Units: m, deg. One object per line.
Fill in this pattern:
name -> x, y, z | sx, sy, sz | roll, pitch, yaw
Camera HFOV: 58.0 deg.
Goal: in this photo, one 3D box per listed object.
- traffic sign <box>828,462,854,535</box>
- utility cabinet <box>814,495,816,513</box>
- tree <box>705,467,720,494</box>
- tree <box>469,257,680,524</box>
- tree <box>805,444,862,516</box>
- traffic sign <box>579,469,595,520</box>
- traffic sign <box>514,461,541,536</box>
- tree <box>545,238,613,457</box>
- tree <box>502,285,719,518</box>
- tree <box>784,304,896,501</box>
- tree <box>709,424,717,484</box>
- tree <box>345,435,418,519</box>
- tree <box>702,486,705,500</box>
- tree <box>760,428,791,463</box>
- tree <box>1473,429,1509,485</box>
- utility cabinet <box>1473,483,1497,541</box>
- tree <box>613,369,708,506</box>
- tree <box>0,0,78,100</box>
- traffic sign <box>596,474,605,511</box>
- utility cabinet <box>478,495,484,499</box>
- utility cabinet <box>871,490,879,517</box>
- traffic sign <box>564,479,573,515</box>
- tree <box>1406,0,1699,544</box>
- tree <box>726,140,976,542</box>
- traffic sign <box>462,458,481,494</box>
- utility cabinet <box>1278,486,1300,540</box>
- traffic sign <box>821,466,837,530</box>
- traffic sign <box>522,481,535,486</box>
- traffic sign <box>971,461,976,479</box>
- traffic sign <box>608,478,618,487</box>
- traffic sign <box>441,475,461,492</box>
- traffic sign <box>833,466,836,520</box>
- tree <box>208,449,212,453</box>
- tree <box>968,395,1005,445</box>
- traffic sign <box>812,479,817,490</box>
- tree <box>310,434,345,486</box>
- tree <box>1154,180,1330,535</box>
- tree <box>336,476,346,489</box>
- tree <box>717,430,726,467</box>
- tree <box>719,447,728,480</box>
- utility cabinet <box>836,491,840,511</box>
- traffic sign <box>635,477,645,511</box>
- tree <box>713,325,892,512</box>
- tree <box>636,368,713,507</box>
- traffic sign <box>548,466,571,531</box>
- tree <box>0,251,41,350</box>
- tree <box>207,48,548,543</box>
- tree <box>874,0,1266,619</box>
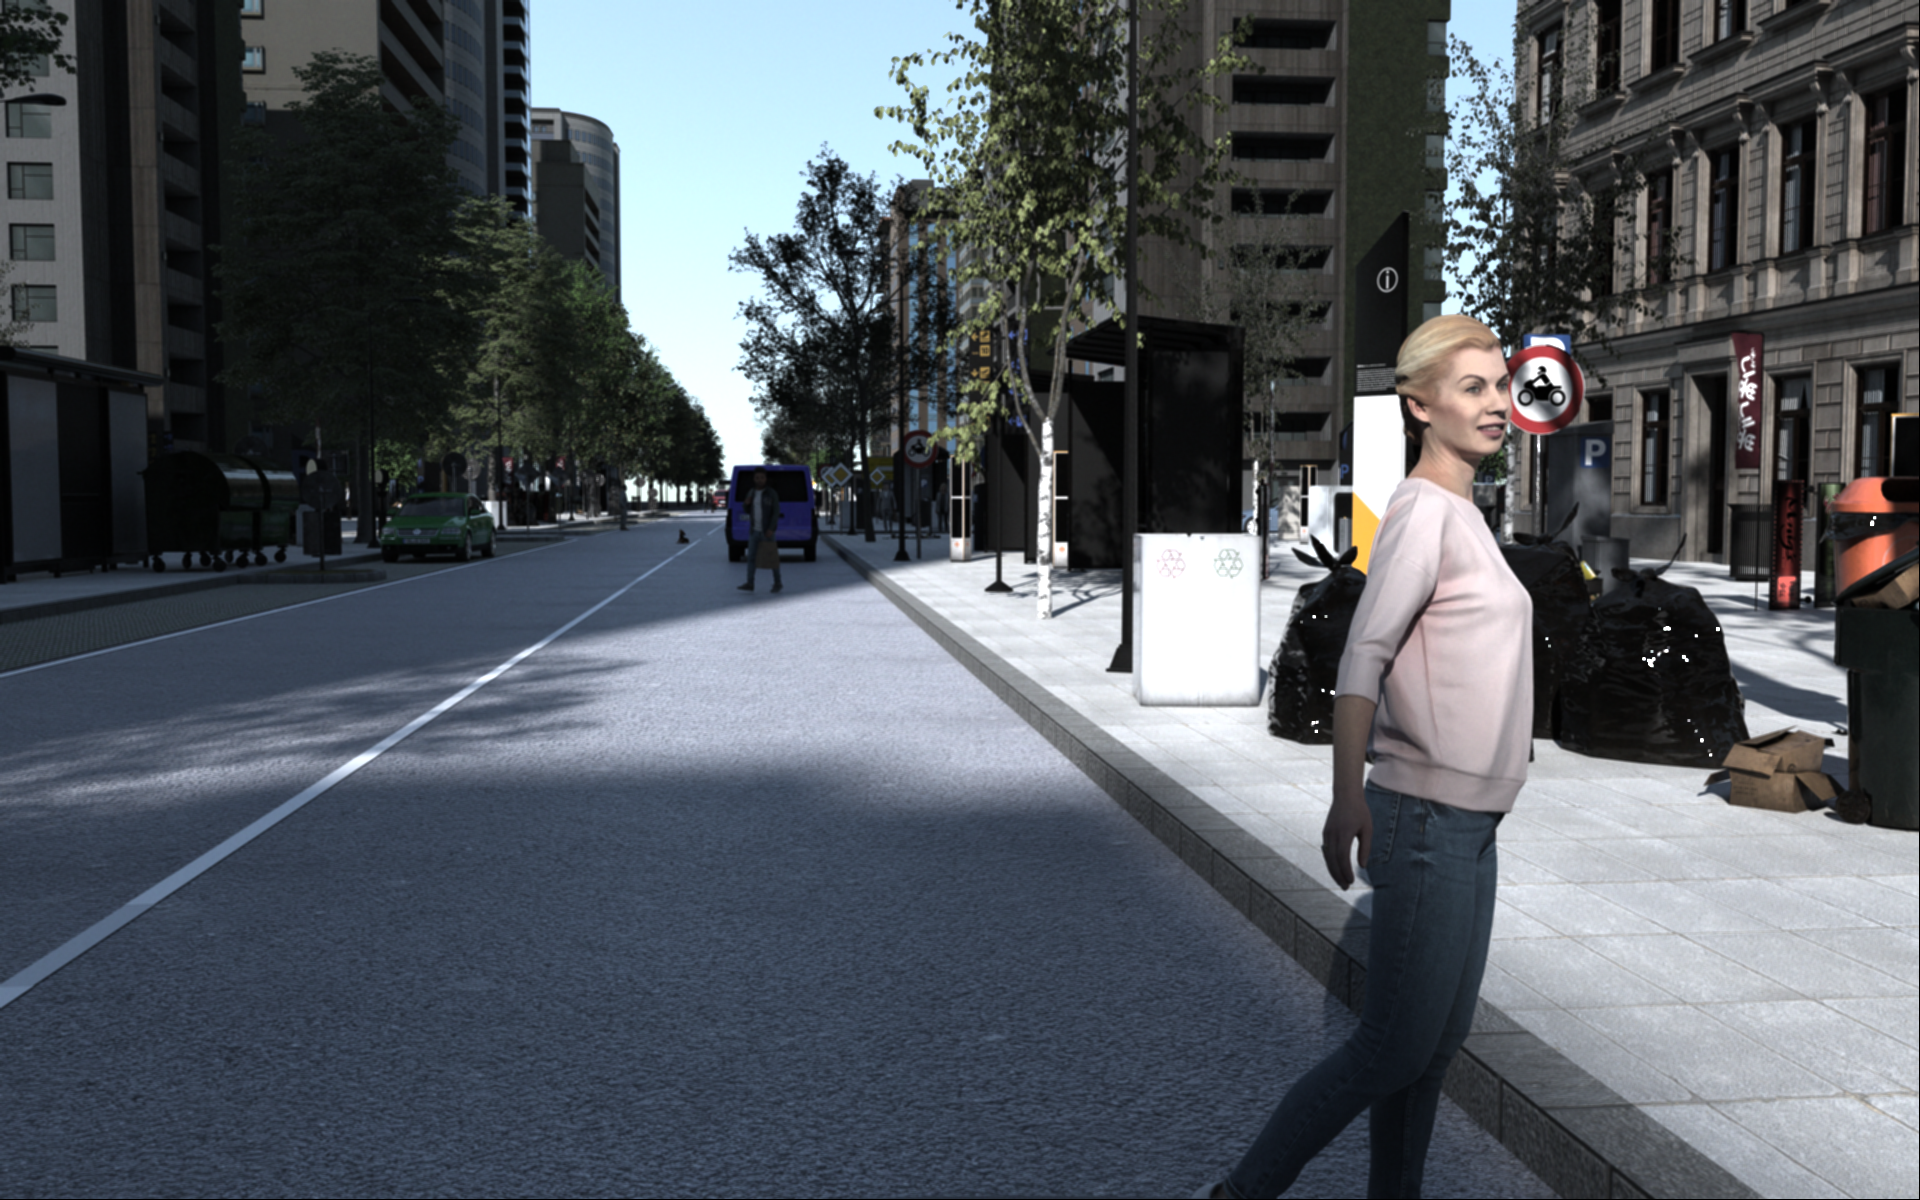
traffic sign -> -3.708, -3.074, 53.903 | 0.795, 2.450, 0.064 | 0, 4, -6
utility cabinet -> -9.788, -6.222, 112.895 | 0.306, 1.237, 1.020 | 2, 4, 29
tree -> -39.536, -19.625, 271.227 | 4.737, 8.622, 4.395 | 0, 3, 0
tree -> -17.707, -9.154, 75.419 | 9.928, 11.665, 9.643 | 0, 3, 0
tree -> -7.596, -7.353, 103.938 | 4.285, 4.588, 4.351 | 0, 3, 0
traffic sign -> -18.629, -5.287, 86.542 | 0.768, 2.556, 0.104 | 0, 4, -5
traffic sign -> -13.197, -3.012, 52.886 | 0.795, 2.450, 0.064 | 0, 4, -6
tree -> -17.526, -9.053, 66.138 | 7.486, 12.596, 7.792 | 0, 3, 0
tree -> -20.045, -10.823, 93.959 | 9.611, 12.733, 9.660 | 0, 3, 0
tree -> -4.599, -7.075, 66.047 | 4.360, 8.622, 3.978 | 0, 3, 0
tree -> -31.865, -16.824, 193.192 | 7.486, 12.596, 7.792 | 0, 3, 0
tree -> -29.292, -6.476, 89.598 | 4.285, 4.588, 4.351 | 0, 3, 0
tree -> -38.138, -18.827, 258.188 | 4.360, 8.622, 3.978 | 0, 3, 0
tree -> -23.506, -19.141, 238.702 | 9.928, 11.665, 9.643 | 0, 3, 0
tree -> 22.635, -5.604, 75.336 | 4.285, 4.588, 4.351 | 0, 3, 0
utility cabinet -> 10.156, -1.602, 34.869 | 1.173, 1.500, 0.318 | 2, 4, 31
tree -> -26.155, -14.120, 148.987 | 7.486, 12.596, 7.792 | 0, 3, 0
tree -> -11.006, -5.367, 13.511 | 9.928, 11.665, 9.643 | 0, 3, 0
traffic sign -> -22.793, -6.683, 109.372 | 0.768, 2.556, 0.104 | 0, 4, -4
utility cabinet -> -32.591, -6.527, 117.874 | 0.306, 1.237, 1.020 | -1, 4, -9
utility cabinet -> -5.057, -5.285, 95.081 | 1.173, 1.500, 0.318 | 0, 4, 3
traffic sign -> -24.515, -6.587, 107.697 | 0.884, 2.594, 0.081 | 0, 4, -2
tree -> 8.508, -4.626, 25.996 | 4.360, 8.622, 3.978 | 0, 3, 0
tree -> -2.751, -6.846, 46.337 | 7.601, 10.594, 8.767 | 0, 4, 3
traffic sign -> -17.313, -3.738, 61.215 | 0.768, 2.556, 0.104 | 0, 4, 0
utility cabinet -> 9.437, -2.418, 48.213 | 1.173, 1.500, 0.318 | -1, 4, -19
traffic sign -> -4.578, -3.560, 61.840 | 0.795, 2.450, 0.064 | 0, 4, -6
traffic sign -> -21.604, -5.176, 86.762 | 0.606, 2.300, 0.079 | 0, 4, -4
traffic sign -> 0.223, -3.850, 63.046 | 0.768, 2.556, 0.104 | 0, 4, 2
traffic sign -> -27.064, -8.257, 135.104 | 0.768, 2.556, 0.104 | 0, 4, 1
traffic sign -> -22.551, -4.693, 76.727 | 0.884, 2.594, 0.081 | 0, 4, 1
traffic sign -> -5.684, -4.732, 77.476 | 0.768, 2.556, 0.104 | 0, 4, 1
tree -> -31.650, -4.819, 73.391 | 1.663, 3.219, 1.824 | 0, 3, 0
tree -> 2.601, -9.855, 111.485 | 4.360, 8.622, 3.978 | 0, 3, 0
traffic sign -> -9.649, -6.908, 114.129 | 0.795, 2.450, 0.064 | 0, 4, 3
tree -> -34.817, -6.835, 95.460 | 4.285, 4.588, 4.351 | 0, 3, 0
tree -> 6.642, -5.469, 39.776 | 4.360, 8.622, 3.978 | 0, 3, 0
tree -> -33.223, -5.920, 91.390 | 1.663, 3.219, 1.824 | 0, 3, 0
tree -> -37.420, -20.327, 250.467 | 7.486, 12.596, 7.792 | 0, 3, 0
tree -> -33.090, -18.011, 211.490 | 9.611, 12.733, 9.660 | 0, 3, 0
utility cabinet -> -9.315, -7.431, 130.173 | 0.318, 1.500, 1.173 | -3, 5, -41
traffic sign -> -23.872, -7.903, 129.314 | 0.768, 2.556, 0.104 | 0, 4, -3
tree -> -9.616, -13.004, 122.978 | 12.009, 13.543, 11.850 | 0, 3, 0
tree -> -29.228, -15.799, 168.685 | 12.009, 13.543, 11.850 | 0, 3, 0
traffic sign -> -14.068, -3.497, 60.824 | 0.795, 2.450, 0.064 | 0, 4, -6
tree -> -24.580, -5.580, 41.591 | 4.360, 8.622, 3.978 | 0, 3, 0
tree -> -15.671, -7.777, 45.280 | 7.486, 12.596, 7.792 | 0, 3, 0
tree -> 0.971, -4.127, 17.840 | 4.737, 8.622, 4.395 | 0, 3, 0
